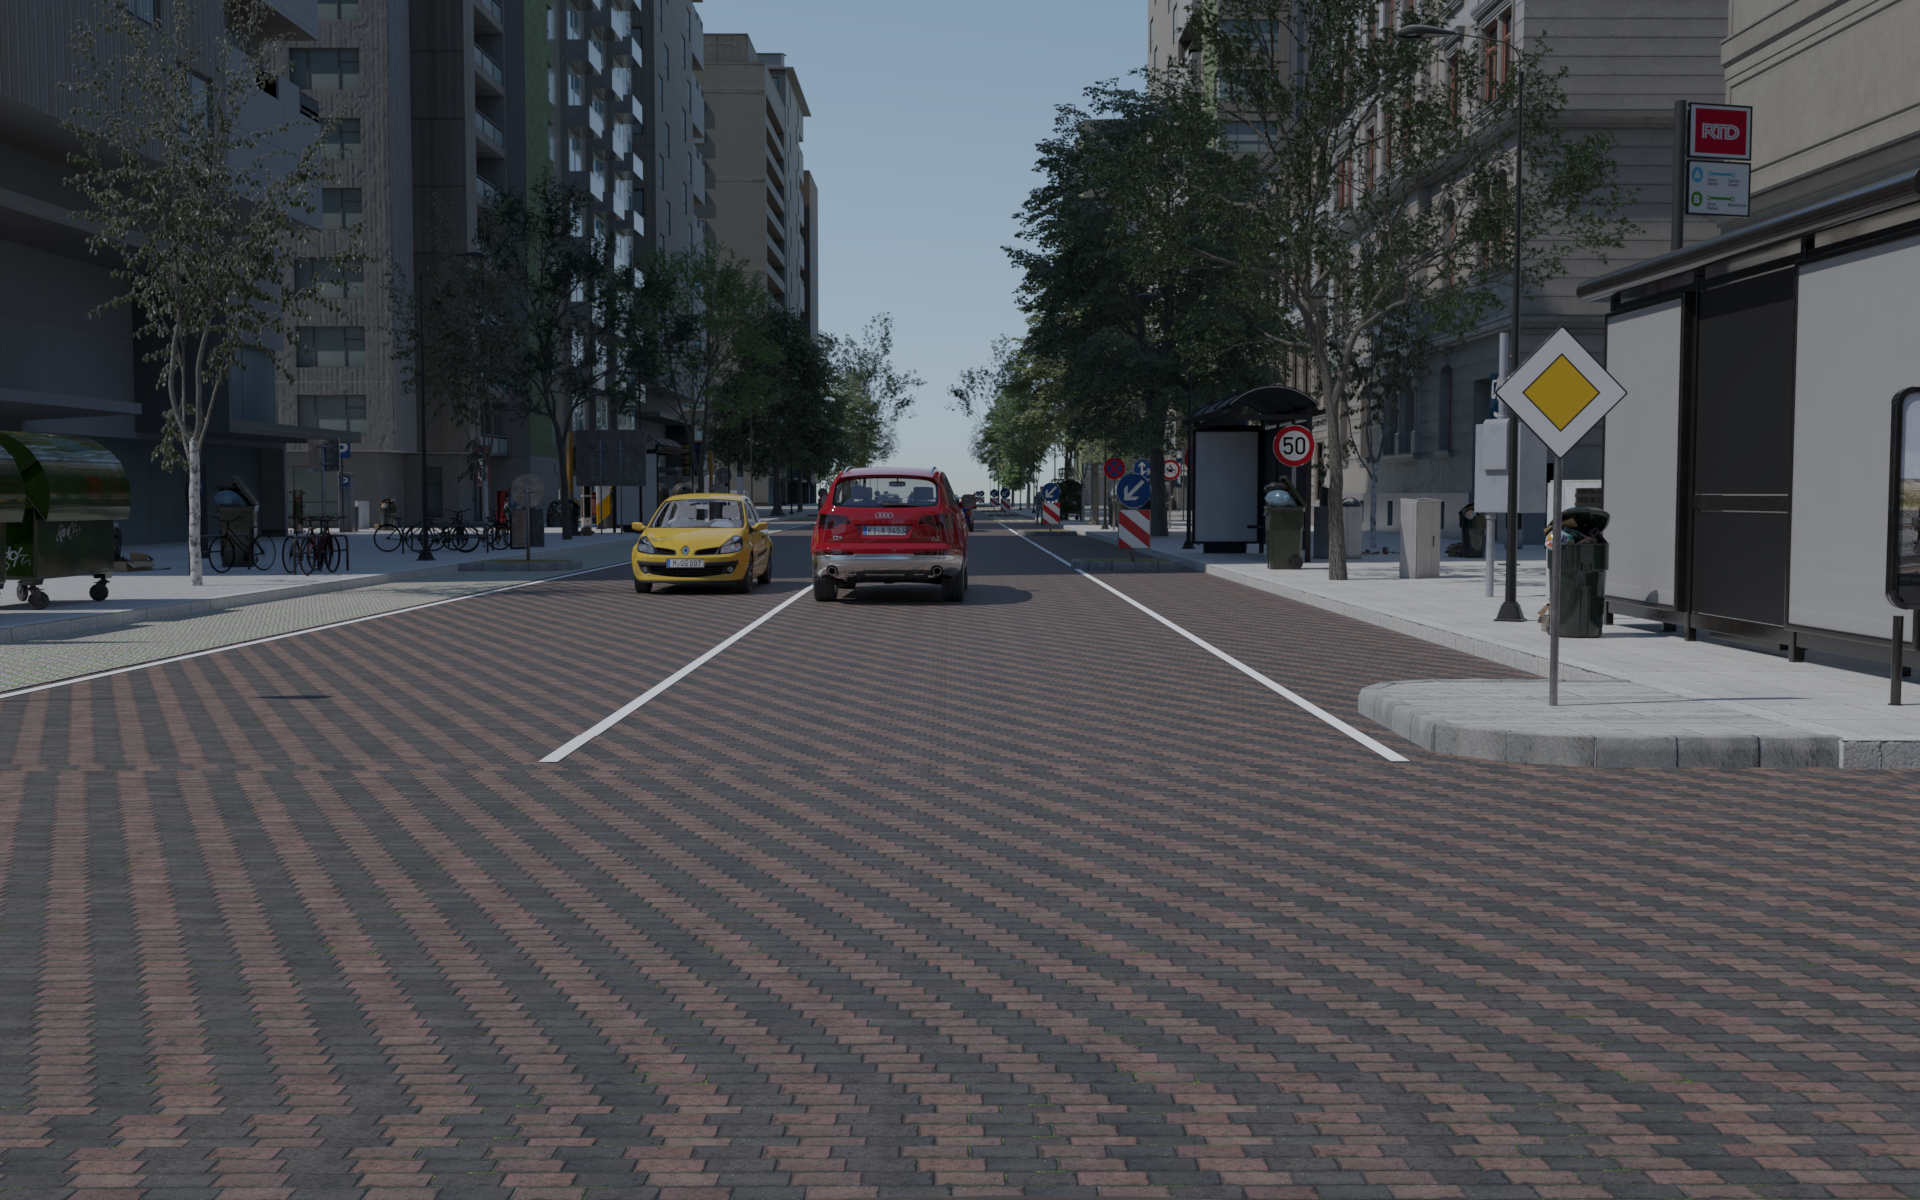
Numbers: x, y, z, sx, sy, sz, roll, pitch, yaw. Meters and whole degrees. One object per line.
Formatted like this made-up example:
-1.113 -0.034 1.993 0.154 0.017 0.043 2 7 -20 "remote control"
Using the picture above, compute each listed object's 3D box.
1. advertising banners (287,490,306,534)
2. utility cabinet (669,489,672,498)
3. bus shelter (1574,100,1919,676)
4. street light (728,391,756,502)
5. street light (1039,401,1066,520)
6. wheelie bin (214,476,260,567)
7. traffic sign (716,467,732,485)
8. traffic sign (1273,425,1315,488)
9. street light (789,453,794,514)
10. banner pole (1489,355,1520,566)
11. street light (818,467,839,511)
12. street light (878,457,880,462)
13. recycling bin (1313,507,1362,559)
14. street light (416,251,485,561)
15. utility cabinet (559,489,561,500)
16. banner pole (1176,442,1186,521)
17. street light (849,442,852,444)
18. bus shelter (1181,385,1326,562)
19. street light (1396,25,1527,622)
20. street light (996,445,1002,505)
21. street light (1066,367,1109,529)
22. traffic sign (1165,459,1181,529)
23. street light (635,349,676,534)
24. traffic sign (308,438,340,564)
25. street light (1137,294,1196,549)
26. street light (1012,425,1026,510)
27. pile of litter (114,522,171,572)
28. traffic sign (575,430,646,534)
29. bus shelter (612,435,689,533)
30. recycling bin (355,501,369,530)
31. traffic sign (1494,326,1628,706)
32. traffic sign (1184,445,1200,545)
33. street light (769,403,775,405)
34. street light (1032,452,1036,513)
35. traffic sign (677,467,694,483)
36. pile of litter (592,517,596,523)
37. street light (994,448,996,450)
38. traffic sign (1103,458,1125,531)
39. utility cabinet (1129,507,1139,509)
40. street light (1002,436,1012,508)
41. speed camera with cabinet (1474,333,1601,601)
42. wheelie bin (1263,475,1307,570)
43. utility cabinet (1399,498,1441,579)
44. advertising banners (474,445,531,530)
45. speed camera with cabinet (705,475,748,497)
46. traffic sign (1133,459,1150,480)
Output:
-21.440 -3.585 54.806 0.090 3.025 2.074 1 4 17 "advertising banners"
-12.875 -4.356 79.898 1.173 1.500 0.318 2 4 30 "utility cabinet"
7.118 -2.310 15.404 2.179 5.291 8.768 0 4 0 "bus shelter"
-9.896 -6.458 78.132 1.470 5.913 1.316 0 4 0 "street light"
4.714 -6.912 85.552 1.470 5.913 1.316 0 4 0 "street light"
-12.741 -1.383 30.525 0.693 1.594 0.980 -1 4 -16 "wheelie bin"
-11.129 -4.985 81.611 0.768 2.556 0.104 0 4 1 "traffic sign"
6.155 -1.948 31.961 0.768 2.556 0.104 1 4 8 "traffic sign"
-10.190 -8.418 110.181 1.470 5.913 1.316 0 4 0 "street light"
9.803 -2.524 31.289 0.401 3.779 0.863 -1 4 -20 "banner pole"
-10.242 -9.841 133.442 1.470 5.913 1.316 0 4 0 "street light"
-10.632 -14.854 215.400 1.470 5.913 1.316 0 4 0 "street light"
7.521 -1.342 34.494 0.722 1.027 0.722 -1 4 -18 "recycling bin"
-9.774 -3.714 33.266 1.470 5.913 1.316 0 4 0 "street light"
-19.292 -4.559 83.215 1.173 1.500 0.318 0 4 3 "utility cabinet"
10.580 -5.685 82.960 0.401 3.779 0.863 -2 4 -28 "banner pole"
-10.373 -11.213 155.874 1.470 5.913 1.316 0 4 0 "street light"
5.815 -2.507 34.913 2.014 3.302 5.546 0 4 0 "bus shelter"
5.023 -2.740 17.335 1.470 5.913 1.316 0 4 0 "street light"
4.328 -11.594 162.108 1.470 5.913 1.316 0 4 0 "street light"
4.724 -5.516 62.720 1.470 5.913 1.316 0 4 0 "street light"
7.719 -3.888 63.671 0.768 2.556 0.104 0 3 0 "traffic sign"
-9.751 -5.086 55.700 1.470 5.913 1.316 0 4 0 "street light"
-11.680 -1.816 31.817 0.606 2.300 0.079 0 4 7 "traffic sign"
4.800 -4.144 40.288 1.470 5.913 1.316 0 4 0 "street light"
4.449 -8.823 116.797 1.470 5.913 1.316 0 4 0 "street light"
-13.989 -0.909 28.829 1.719 0.858 1.176 -3 5 -43 "pile of litter"
-11.054 -3.730 54.853 2.265 3.308 0.079 0 4 4 "traffic sign"
-10.808 -4.042 60.006 2.014 3.302 5.546 0 4 0 "bus shelter"
-21.896 -3.069 62.728 0.722 1.027 0.722 1 4 10 "recycling bin"
3.594 -0.415 10.435 0.795 2.450 0.064 0 4 0 "traffic sign"
5.976 -2.645 43.344 0.768 2.556 0.104 0 4 1 "traffic sign"
-10.023 -7.046 87.749 1.470 5.913 1.316 0 4 0 "street light"
4.623 -7.440 94.189 1.470 5.913 1.316 0 4 0 "street light"
-12.421 -4.784 78.328 0.768 2.556 0.104 0 4 3 "traffic sign"
-15.713 -3.783 75.825 1.719 0.858 1.176 1 4 22 "pile of litter"
4.186 -12.461 176.270 1.470 5.913 1.316 0 4 0 "street light"
5.393 -3.701 60.615 0.768 2.556 0.104 0 3 0 "traffic sign"
6.152 -2.862 57.962 1.020 1.237 0.306 -2 4 -28 "utility cabinet"
4.320 -10.195 139.229 1.470 5.913 1.316 0 4 0 "street light"
7.229 -1.625 20.904 0.660 3.252 2.038 -2 4 -35 "speed camera with cabinet"
5.525 -1.324 29.563 0.693 1.594 0.980 0 4 3 "wheelie bin"
7.081 -0.945 26.616 0.306 1.237 1.020 2 4 35 "utility cabinet"
-16.377 -4.036 62.176 2.074 3.025 0.090 0 4 -5 "advertising banners"
-11.387 -5.511 84.442 2.038 3.252 0.660 0 4 4 "speed camera with cabinet"
6.745 -3.889 63.697 0.768 2.556 0.104 0 4 2 "traffic sign"
